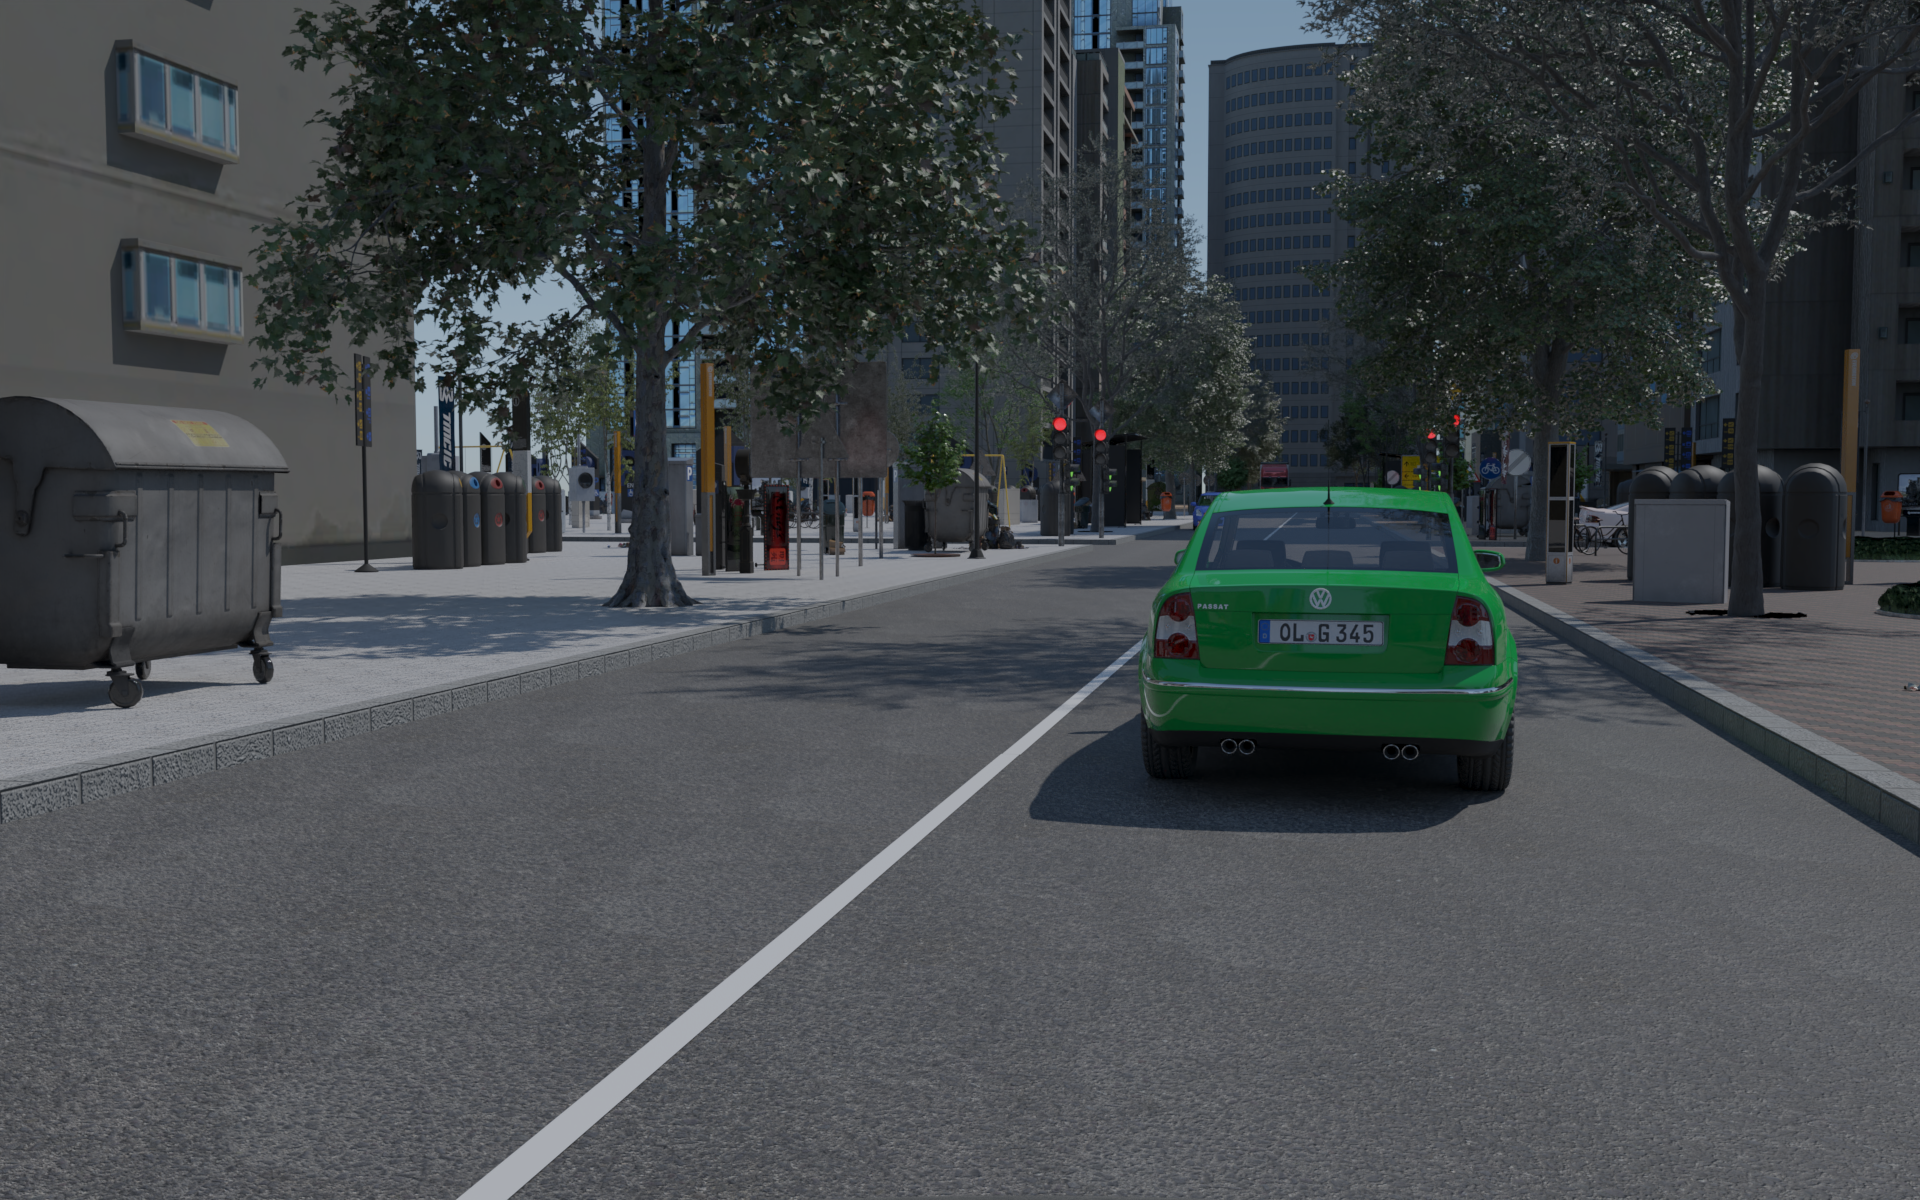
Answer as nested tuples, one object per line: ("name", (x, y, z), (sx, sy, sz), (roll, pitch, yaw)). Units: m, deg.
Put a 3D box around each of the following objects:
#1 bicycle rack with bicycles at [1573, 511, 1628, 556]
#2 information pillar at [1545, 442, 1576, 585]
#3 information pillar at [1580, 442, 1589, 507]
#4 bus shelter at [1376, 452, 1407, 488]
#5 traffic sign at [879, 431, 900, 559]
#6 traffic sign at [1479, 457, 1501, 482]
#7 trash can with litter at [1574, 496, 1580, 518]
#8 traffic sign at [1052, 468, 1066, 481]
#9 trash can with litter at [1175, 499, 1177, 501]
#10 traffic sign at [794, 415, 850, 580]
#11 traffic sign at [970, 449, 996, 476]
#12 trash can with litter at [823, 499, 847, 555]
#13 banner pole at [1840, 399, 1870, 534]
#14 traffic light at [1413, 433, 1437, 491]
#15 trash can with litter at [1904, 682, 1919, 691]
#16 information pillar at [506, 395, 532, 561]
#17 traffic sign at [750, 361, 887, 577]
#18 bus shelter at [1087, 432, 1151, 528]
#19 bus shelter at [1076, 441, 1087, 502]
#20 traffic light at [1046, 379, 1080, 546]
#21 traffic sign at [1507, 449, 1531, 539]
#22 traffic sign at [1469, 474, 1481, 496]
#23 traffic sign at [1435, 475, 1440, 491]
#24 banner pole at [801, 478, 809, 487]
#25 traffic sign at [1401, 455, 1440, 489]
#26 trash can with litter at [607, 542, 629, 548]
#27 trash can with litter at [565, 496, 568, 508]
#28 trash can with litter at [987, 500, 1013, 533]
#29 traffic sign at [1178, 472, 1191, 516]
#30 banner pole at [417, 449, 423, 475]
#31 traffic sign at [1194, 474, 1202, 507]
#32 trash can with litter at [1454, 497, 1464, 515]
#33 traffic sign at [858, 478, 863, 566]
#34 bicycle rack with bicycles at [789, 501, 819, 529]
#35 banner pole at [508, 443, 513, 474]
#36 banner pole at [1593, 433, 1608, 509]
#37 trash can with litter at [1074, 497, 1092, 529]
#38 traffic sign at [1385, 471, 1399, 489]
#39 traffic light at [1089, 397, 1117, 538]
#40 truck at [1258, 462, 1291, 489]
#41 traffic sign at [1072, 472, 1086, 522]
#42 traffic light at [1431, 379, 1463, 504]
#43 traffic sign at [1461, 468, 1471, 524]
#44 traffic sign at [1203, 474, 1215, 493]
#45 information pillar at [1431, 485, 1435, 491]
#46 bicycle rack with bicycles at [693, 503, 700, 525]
("bicycle rack with bicycles", (13.306, -1.450, 37.095), (2.925, 0.926, 2.852), (-2, 4, -28))
("information pillar", (8.522, -1.229, 24.580), (0.304, 2.012, 0.304), (2, 4, 35))
("information pillar", (28.309, -5.329, 78.483), (0.183, 3.616, 0.504), (-1, 4, -15))
("bus shelter", (24.792, -6.601, 99.204), (1.731, 3.624, 6.357), (1, 4, 12))
("traffic sign", (-1.569, -2.095, 34.354), (0.768, 2.556, 0.104), (1, 4, 20))
("traffic sign", (18.429, -3.675, 60.195), (0.768, 2.556, 0.104), (1, 4, 21))
("trash can with litter", (30.602, -4.537, 85.240), (2.233, 1.210, 1.678), (-3, 5, -42))
("traffic sign", (4.177, -4.307, 70.421), (0.884, 2.594, 0.081), (1, 4, 18))
("trash can with litter", (14.830, -6.739, 121.567), (0.624, 1.170, 1.055), (1, 4, 18))
("traffic sign", (-2.068, -1.577, 25.789), (0.884, 2.594, 0.081), (1, 4, 18))
("traffic sign", (0.606, -3.073, 50.242), (0.884, 2.594, 0.081), (1, 4, 13))
("trash can with litter", (-2.611, -1.556, 36.829), (0.624, 1.170, 1.055), (-1, 4, -15))
("banner pole", (23.769, -3.421, 45.958), (0.863, 3.779, 0.401), (3, 5, 44))
("traffic light", (13.101, -3.637, 48.381), (0.839, 4.253, 0.868), (1, 4, 12))
("trash can with litter", (6.641, 0.048, 10.280), (1.678, 1.210, 2.233), (-1, 4, -8))
("information pillar", (-8.382, -2.553, 33.100), (0.504, 3.616, 0.183), (3, 5, 40))
("traffic sign", (-2.213, -2.020, 26.903), (2.265, 3.308, 0.079), (1, 4, 16))
("bus shelter", (6.467, -4.765, 69.186), (1.731, 3.624, 6.357), (1, 4, 12))
("bus shelter", (6.318, -5.165, 75.735), (1.731, 3.624, 6.357), (1, 4, 12))
("traffic light", (2.505, -3.271, 42.399), (0.839, 4.253, 0.868), (1, 4, 12))
("traffic sign", (15.725, -2.990, 48.987), (0.768, 2.556, 0.104), (1, 4, 18))
("traffic sign", (22.630, -4.700, 76.849), (0.884, 2.594, 0.081), (1, 4, 13))
("traffic sign", (22.341, -4.851, 81.442), (0.606, 2.300, 0.079), (1, 4, 14))
("banner pole", (-7.160, -5.426, 78.729), (0.863, 3.779, 0.401), (-3, 5, -43))
("traffic sign", (24.183, -5.902, 90.373), (2.265, 3.308, 0.079), (1, 4, 19))
("trash can with litter", (-7.712, -1.884, 41.854), (1.678, 1.210, 2.233), (-1, 4, -22))
("trash can with litter", (-27.723, -6.677, 120.561), (1.055, 1.170, 0.624), (3, 5, 43))
("trash can with litter", (1.137, -2.603, 53.952), (1.055, 1.170, 0.624), (1, 4, 12))
("traffic sign", (12.897, -6.079, 99.492), (0.768, 2.556, 0.104), (1, 4, 21))
("banner pole", (-26.842, -5.824, 85.236), (0.863, 3.779, 0.401), (-2, 4, -27))
("traffic sign", (15.262, -6.857, 112.221), (0.768, 2.556, 0.104), (1, 4, 14))
("trash can with litter", (34.243, -6.650, 120.117), (1.055, 1.170, 0.624), (0, 4, -4))
("traffic sign", (-1.766, -1.869, 30.670), (0.768, 2.556, 0.104), (1, 4, 17))
("bicycle rack with bicycles", (-5.958, -3.115, 64.320), (2.925, 0.926, 2.852), (0, 4, -3))
("banner pole", (-16.562, -4.589, 65.048), (0.863, 3.779, 0.401), (-1, 4, -12))
("banner pole", (26.277, -4.954, 71.023), (0.401, 3.779, 0.863), (-2, 4, -24))
("trash can with litter", (4.368, -3.203, 63.751), (1.055, 1.170, 0.624), (-3, 5, -44))
("traffic sign", (23.356, -5.721, 93.641), (0.768, 2.556, 0.104), (1, 4, 19))
("traffic light", (4.126, -3.749, 50.218), (0.839, 4.253, 0.868), (1, 4, 12))
("truck", (27.841, -10.071, 153.574), (2.839, 4.237, 11.283), (1, 4, 10))
("traffic sign", (4.708, -4.313, 70.528), (0.884, 2.594, 0.081), (1, 4, 21))
("traffic light", (11.479, -3.158, 40.561), (0.839, 4.253, 0.868), (1, 4, 12))
("traffic sign", (17.157, -3.545, 59.145), (0.795, 2.450, 0.064), (1, 4, 17))
("traffic sign", (15.994, -6.801, 111.302), (0.768, 2.556, 0.104), (1, 4, 14))
("information pillar", (17.117, -3.582, 63.053), (0.304, 2.012, 0.304), (0, 4, 7))
("bicycle rack with bicycles", (-11.863, -3.562, 71.626), (2.852, 0.926, 2.925), (0, 4, 5))
